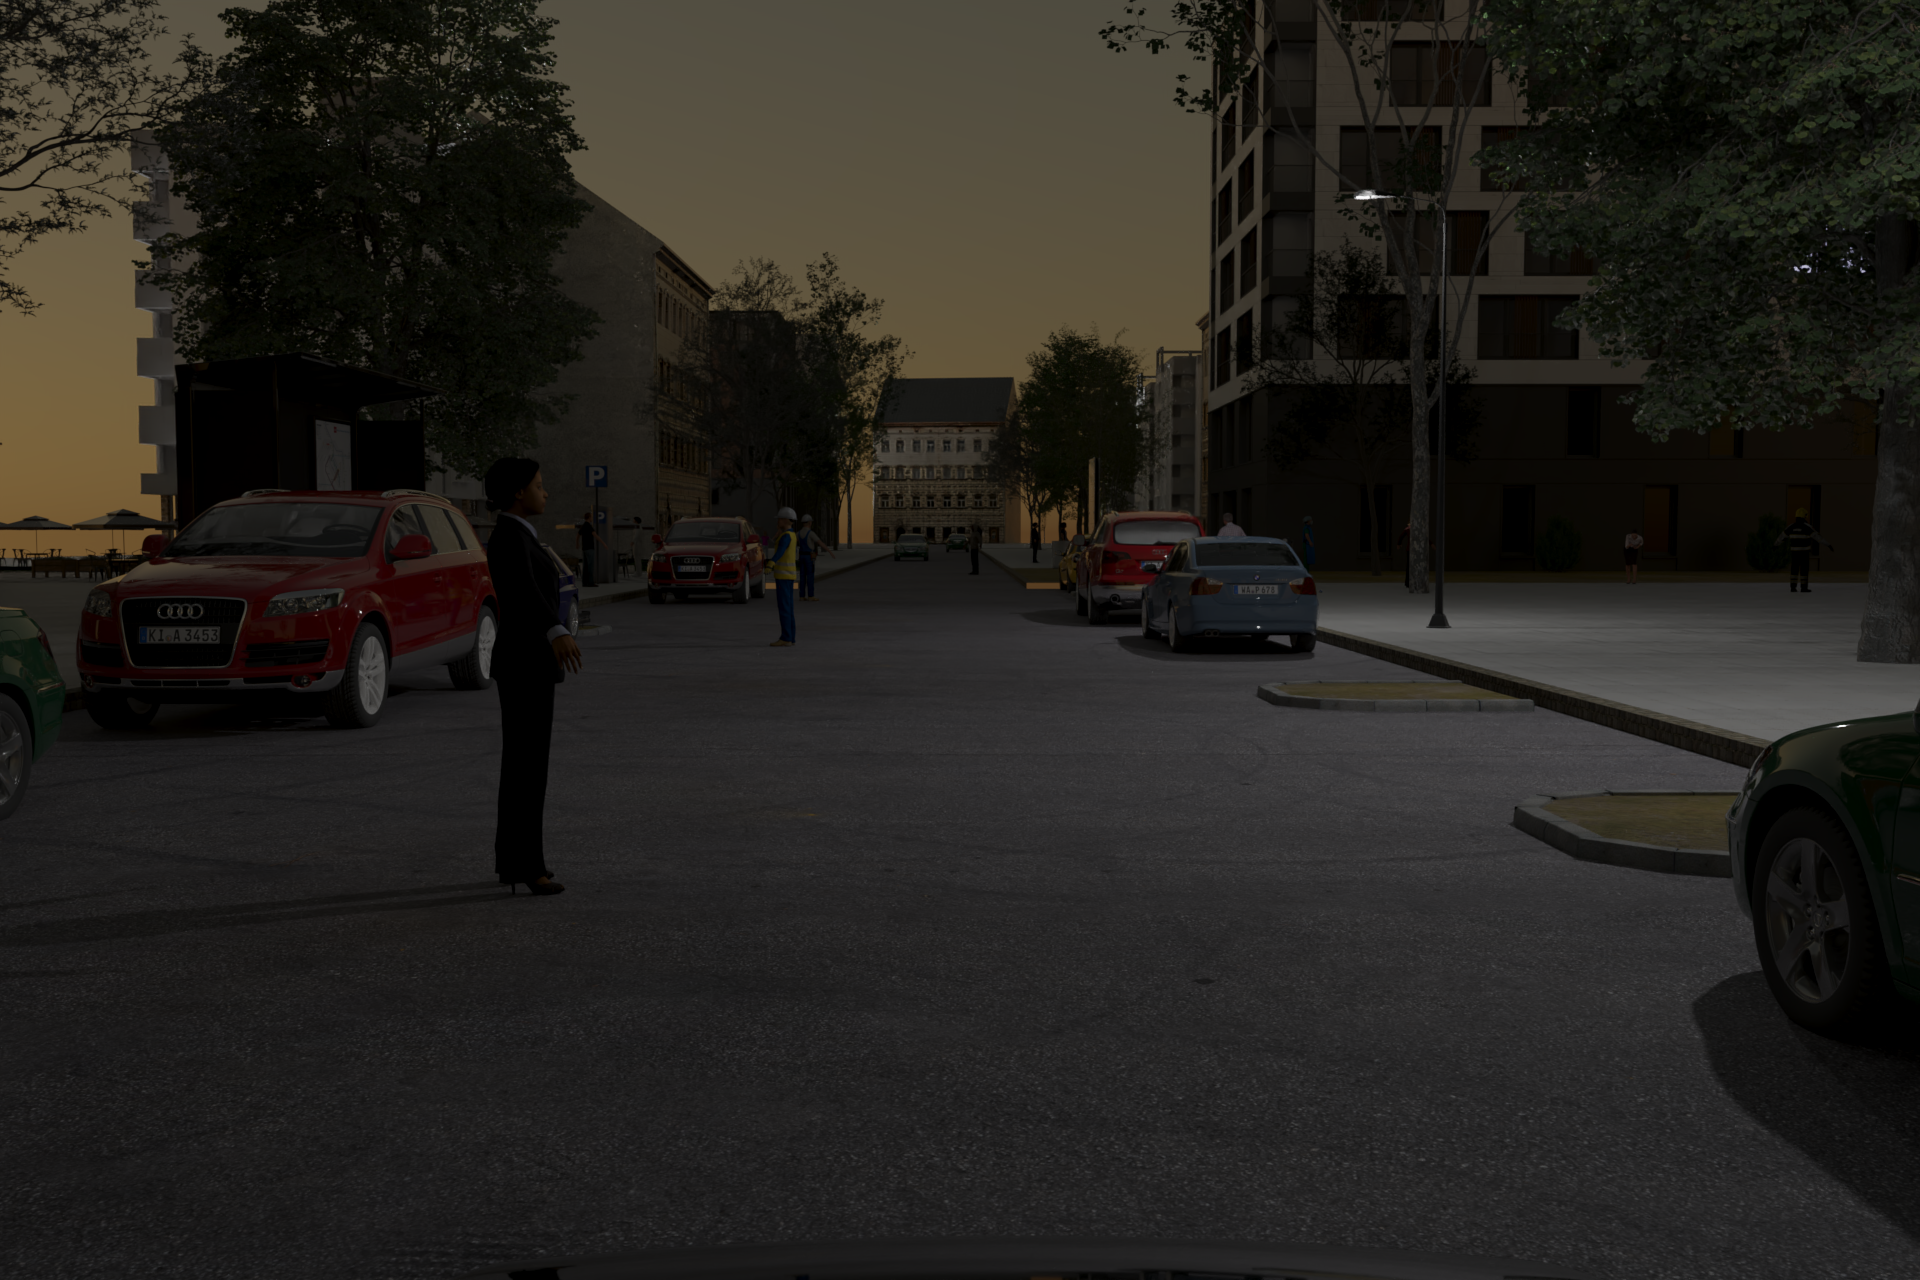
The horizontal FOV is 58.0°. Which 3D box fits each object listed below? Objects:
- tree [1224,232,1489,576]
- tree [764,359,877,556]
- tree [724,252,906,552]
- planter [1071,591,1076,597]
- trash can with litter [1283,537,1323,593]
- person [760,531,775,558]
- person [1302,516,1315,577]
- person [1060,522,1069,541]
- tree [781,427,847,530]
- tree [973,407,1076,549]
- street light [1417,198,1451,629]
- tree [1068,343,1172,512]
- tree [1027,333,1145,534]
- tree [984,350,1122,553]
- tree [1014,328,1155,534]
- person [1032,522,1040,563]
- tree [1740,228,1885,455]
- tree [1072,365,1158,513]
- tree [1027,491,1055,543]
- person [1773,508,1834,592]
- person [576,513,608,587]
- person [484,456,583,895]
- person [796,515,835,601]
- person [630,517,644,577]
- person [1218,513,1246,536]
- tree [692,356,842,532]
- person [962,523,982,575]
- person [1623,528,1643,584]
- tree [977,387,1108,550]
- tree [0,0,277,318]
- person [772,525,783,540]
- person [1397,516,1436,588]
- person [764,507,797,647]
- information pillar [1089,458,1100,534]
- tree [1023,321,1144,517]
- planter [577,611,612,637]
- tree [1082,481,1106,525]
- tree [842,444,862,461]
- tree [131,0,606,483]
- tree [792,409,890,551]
[{"bbox_3d":[12.664,-7.268,53.243,8.767,10.594,7.601,-2,4,-29],"label":"tree"},{"bbox_3d":[-8.483,-10.821,102.683,9.928,11.665,9.643,0,3,0],"label":"tree"},{"bbox_3d":[-10.116,-16.092,118.989,12.611,20.169,13.585,0,3,0],"label":"tree"},{"bbox_3d":[3.591,-1.168,40.243,1.991,0.319,1.994,0,4,-1],"label":"planter"},{"bbox_3d":[7.073,-1.625,37.634,1.678,1.210,2.233,0,4,-1],"label":"trash can with litter"},{"bbox_3d":[-8.571,-4.087,76.081,0.991,1.433,0.599,-1,4,-15],"label":"person"},{"bbox_3d":[10.398,-2.784,51.649,0.704,1.817,1.347,1,4,10],"label":"person"},{"bbox_3d":[4.700,-4.385,77.844,0.704,1.843,1.345,1,4,12],"label":"person"},{"bbox_3d":[-9.256,-9.706,109.056,4.737,8.622,4.395,0,3,0],"label":"tree"},{"bbox_3d":[6.285,-14.762,151.723,12.009,13.543,11.850,0,3,0],"label":"tree"},{"bbox_3d":[7.087,-3.116,23.494,1.470,5.913,1.316,0,3,0],"label":"street light"},{"bbox_3d":[5.889,-7.172,67.627,4.360,8.622,3.978,0,3,0],"label":"tree"},{"bbox_3d":[7.164,-11.035,98.554,7.486,12.596,7.792,0,3,0],"label":"tree"},{"bbox_3d":[6.668,-12.585,116.132,12.009,13.543,11.850,0,3,0],"label":"tree"},{"bbox_3d":[6.312,-9.930,88.115,9.928,11.665,9.643,0,3,0],"label":"tree"},{"bbox_3d":[3.377,-4.333,77.037,0.705,1.806,1.347,1,4,10],"label":"person"},{"bbox_3d":[27.371,-8.427,48.144,12.009,13.543,11.850,0,3,0],"label":"tree"},{"bbox_3d":[6.606,-7.656,75.533,4.360,8.622,3.978,0,3,0],"label":"tree"},{"bbox_3d":[11.766,-17.493,236.376,4.360,8.622,3.978,0,3,0],"label":"tree"},{"bbox_3d":[18.549,-1.983,38.193,0.704,1.858,1.351,-3,4,-36],"label":"person"},{"bbox_3d":[-8.985,-2.187,41.980,0.705,1.803,1.348,-3,5,-44],"label":"person"},{"bbox_3d":[-1.686,0.134,6.995,0.721,1.740,1.216,-1,4,-21],"label":"person"},{"bbox_3d":[-3.252,-1.757,37.037,1.347,1.847,0.705,2,4,34],"label":"person"},{"bbox_3d":[-9.771,-2.823,52.337,0.705,1.806,1.347,0,4,-4],"label":"person"},{"bbox_3d":[5.547,-1.753,35.641,0.756,1.711,0.436,-1,4,-11],"label":"person"},{"bbox_3d":[-9.558,-9.574,90.954,7.601,10.594,8.767,3,4,36],"label":"tree"},{"bbox_3d":[0.489,-3.203,60.960,0.705,1.813,1.348,-2,4,-27],"label":"person"},{"bbox_3d":[17.185,-2.145,44.304,0.628,1.438,0.799,-1,4,-16],"label":"person"},{"bbox_3d":[6.239,-13.873,137.187,12.009,13.543,11.850,0,3,0],"label":"tree"},{"bbox_3d":[-12.270,-6.480,16.313,12.009,13.543,11.850,0,3,0],"label":"tree"},{"bbox_3d":[-8.277,-4.387,78.522,0.721,1.733,1.217,1,4,19],"label":"person"},{"bbox_3d":[10.807,-2.098,41.104,0.721,1.729,1.215,-2,4,-30],"label":"person"},{"bbox_3d":[-2.314,-0.812,22.190,0.721,1.772,1.216,0,4,7],"label":"person"},{"bbox_3d":[4.190,-3.839,54.084,0.184,3.620,1.656,0,4,-2],"label":"information pillar"},{"bbox_3d":[4.868,-6.659,59.242,4.360,8.622,3.978,0,3,0],"label":"tree"},{"bbox_3d":[-6.101,-0.232,24.933,1.991,0.319,1.994,0,4,0],"label":"planter"},{"bbox_3d":[20.295,-19.856,242.773,7.486,12.596,7.792,0,3,0],"label":"tree"},{"bbox_3d":[-19.647,-23.650,242.571,12.611,20.169,13.585,0,3,0],"label":"tree"},{"bbox_3d":[-11.890,-7.907,35.931,9.857,13.997,8.962,0,3,0],"label":"tree"},{"bbox_3d":[-9.478,-12.689,133.227,9.928,11.665,9.643,0,3,0],"label":"tree"}]
